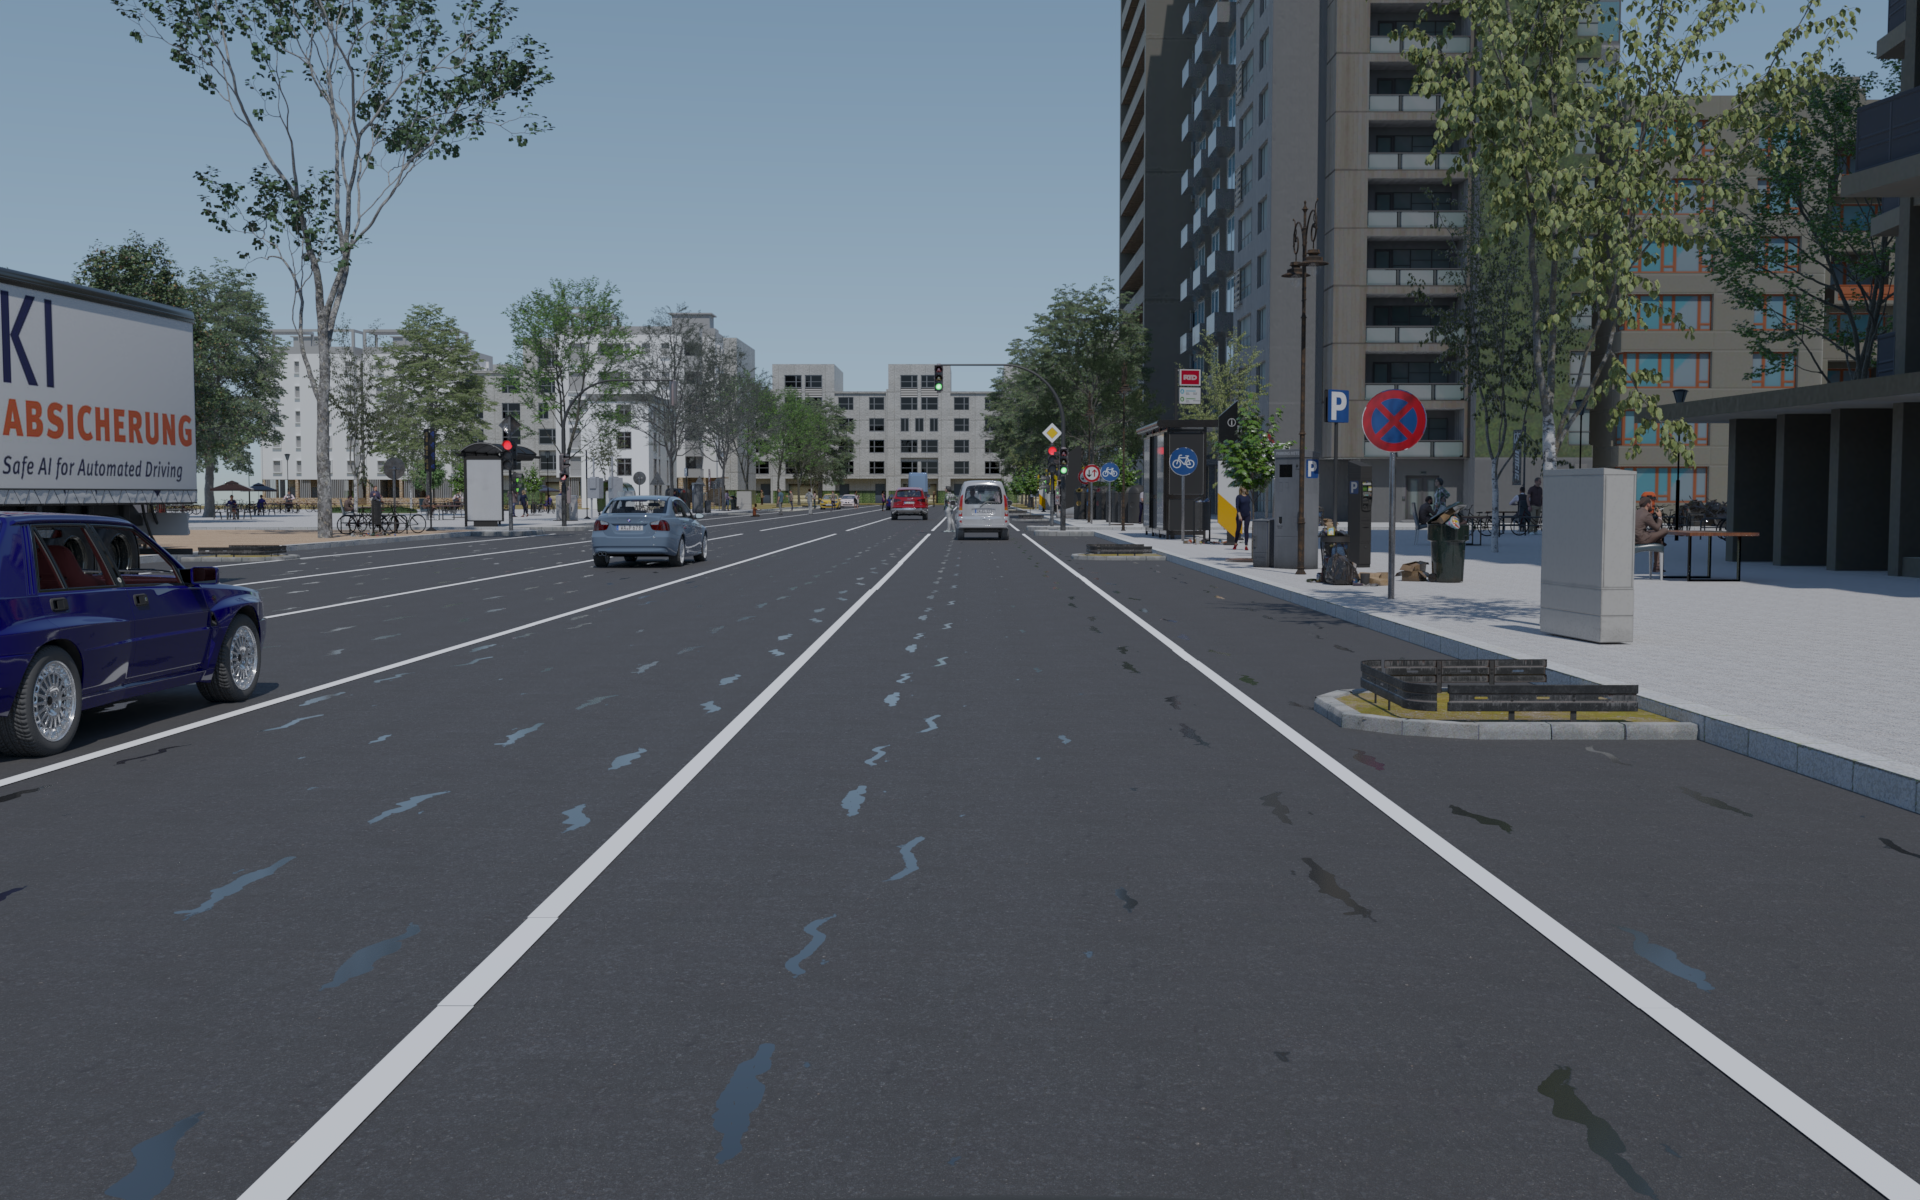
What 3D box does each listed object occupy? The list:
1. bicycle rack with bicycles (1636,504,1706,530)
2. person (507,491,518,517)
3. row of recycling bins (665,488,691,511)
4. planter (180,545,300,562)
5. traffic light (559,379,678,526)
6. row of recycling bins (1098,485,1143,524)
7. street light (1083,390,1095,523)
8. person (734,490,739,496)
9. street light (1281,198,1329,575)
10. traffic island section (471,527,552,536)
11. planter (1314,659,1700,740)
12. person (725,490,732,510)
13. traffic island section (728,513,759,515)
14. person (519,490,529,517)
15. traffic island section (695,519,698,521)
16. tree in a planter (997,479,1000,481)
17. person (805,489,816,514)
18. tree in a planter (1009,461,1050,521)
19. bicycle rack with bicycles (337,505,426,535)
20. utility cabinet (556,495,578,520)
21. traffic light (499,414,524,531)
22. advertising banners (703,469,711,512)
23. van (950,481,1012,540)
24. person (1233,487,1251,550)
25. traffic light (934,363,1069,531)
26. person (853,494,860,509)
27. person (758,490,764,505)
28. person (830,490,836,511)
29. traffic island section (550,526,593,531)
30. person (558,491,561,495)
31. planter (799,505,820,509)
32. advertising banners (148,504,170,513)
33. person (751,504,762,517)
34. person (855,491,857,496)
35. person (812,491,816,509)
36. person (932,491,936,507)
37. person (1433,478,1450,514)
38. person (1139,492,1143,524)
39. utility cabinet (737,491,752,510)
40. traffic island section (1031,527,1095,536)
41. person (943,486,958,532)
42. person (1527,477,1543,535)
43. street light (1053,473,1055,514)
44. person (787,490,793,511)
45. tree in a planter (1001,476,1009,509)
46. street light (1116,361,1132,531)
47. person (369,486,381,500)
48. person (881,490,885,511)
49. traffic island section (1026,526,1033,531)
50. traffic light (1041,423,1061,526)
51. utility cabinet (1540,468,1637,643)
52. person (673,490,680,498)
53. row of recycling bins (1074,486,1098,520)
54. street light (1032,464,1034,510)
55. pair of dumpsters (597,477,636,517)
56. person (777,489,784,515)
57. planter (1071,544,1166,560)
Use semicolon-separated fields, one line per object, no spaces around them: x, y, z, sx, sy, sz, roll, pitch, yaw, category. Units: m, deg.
24.498;-2.854;60.040;2.852;0.926;2.925;0;4;0;bicycle rack with bicycles
-24.856;-5.471;96.310;0.655;1.722;0.431;1;4;19;person
-19.430;-6.847;119.062;1.069;1.692;3.534;1;4;10;row of recycling bins
-15.574;-1.017;37.771;1.991;0.319;1.994;0;4;0;planter
-13.587;-5.746;68.618;4.771;5.953;1.251;0;4;0;traffic light
7.377;-4.274;76.997;1.069;1.692;3.534;-1;4;-16;row of recycling bins
5.774;-6.398;77.393;0.468;5.910;1.993;0;4;0;street light
-23.947;-11.039;187.242;1.217;1.735;0.721;1;4;17;person
5.435;-3.343;27.449;0.468;5.910;1.993;0;4;0;street light
-15.764;-2.353;60.745;2.009;0.180;2.903;0;4;0;traffic island section
3.338;0.614;11.094;1.991;0.319;1.994;0;4;0;planter
-17.868;-7.654;133.141;0.963;1.587;0.435;3;5;43;person
-15.106;-6.007;121.087;1.991;0.108;1.994;0;4;0;traffic island section
-24.456;-5.422;97.238;0.480;1.512;0.613;1;4;9;person
-15.254;-4.345;93.905;1.991;0.108;1.994;0;4;0;traffic island section
4.222;-10.588;170.341;1.991;3.239;1.994;0;4;0;tree in a planter
-10.502;-6.932;121.982;0.875;1.805;0.789;2;4;26;person
3.791;-5.869;93.186;1.991;3.239;1.994;0;4;0;tree in a planter
-18.795;-2.611;56.075;2.925;0.926;2.852;-2;4;-27;bicycle rack with bicycles
-19.330;-4.526;85.164;1.020;1.237;0.306;-2;4;-25;utility cabinet
-15.724;-4.385;60.610;0.839;4.253;0.868;0;4;0;traffic light
-17.749;-7.653;121.318;0.090;3.025;2.074;-1;4;-23;advertising banners
0.691;-2.952;55.279;2.013;2.044;4.112;0;4;-1;van
6.431;-1.897;39.608;0.480;1.512;0.613;-3;4;-36;person
1.485;-5.243;60.389;4.771;5.953;1.251;0;4;0;traffic light
-9.944;-9.511;167.196;0.799;1.438;0.628;1;4;20;person
-23.293;-12.065;203.391;0.705;1.812;1.348;-3;4;-37;person
-11.082;-8.628;150.095;0.617;1.759;0.750;-2;4;-33;person
-15.720;-2.841;68.730;2.009;0.180;2.903;0;4;0;traffic island section
-25.384;-6.226;110.527;0.600;1.496;0.574;-3;4;-38;person
-14.835;-9.173;171.110;1.991;0.319;1.994;0;4;0;planter
-32.069;-4.480;69.437;2.074;3.025;0.090;2;4;26;advertising banners
-12.867;-5.671;109.513;0.655;0.850;0.859;-1;4;-22;person
-12.794;-12.534;213.395;0.705;1.831;1.348;0;4;5;person
-14.032;-9.606;166.261;0.721;1.736;1.217;0;4;4;person
-2.948;-11.035;189.445;0.721;1.766;1.217;0;4;-2;person
13.441;-2.548;48.423;0.376;1.734;0.841;0;4;5;person
7.920;-4.015;73.896;0.614;1.554;0.590;-3;5;-40;person
-17.568;-8.097;141.061;1.173;1.500;0.318;0;4;6;utility cabinet
3.617;-2.346;60.632;2.009;0.180;2.903;0;4;0;traffic island section
-0.387;-3.412;65.010;0.376;1.734;0.841;2;4;34;person
18.129;-2.956;54.507;0.598;1.807;0.434;-1;4;-11;person
5.974;-8.398;110.087;0.468;5.910;1.993;0;4;0;street light
-14.497;-8.452;147.220;0.750;1.759;0.617;0;4;6;person
3.947;-7.517;120.129;1.991;3.239;1.994;0;4;0;tree in a planter
5.687;-5.343;60.143;0.468;5.910;1.993;0;4;0;street light
-29.716;-4.957;88.007;0.541;1.710;0.530;-1;4;-17;person
-6.372;-8.327;145.335;0.721;1.739;1.217;0;4;-1;person
3.661;-2.834;68.617;2.009;0.180;2.903;0;4;0;traffic island section
3.621;-4.867;68.504;0.839;4.253;0.868;0;4;0;traffic light
5.537;-0.403;15.274;0.318;1.500;1.173;0;4;-6;utility cabinet
-18.686;-6.467;114.142;0.546;1.535;0.453;0;4;-5;person
6.913;-4.842;86.282;1.069;1.692;3.534;-2;4;-33;row of recycling bins
6.046;-10.397;142.783;0.468;5.910;1.993;0;4;0;street light
-19.280;-5.764;96.740;1.574;2.255;4.437;0;4;0;pair of dumpsters
-12.309;-6.721;118.509;0.434;1.807;0.598;3;4;36;person
3.486;-1.061;38.479;1.991;0.319;1.994;0;4;0;planter
